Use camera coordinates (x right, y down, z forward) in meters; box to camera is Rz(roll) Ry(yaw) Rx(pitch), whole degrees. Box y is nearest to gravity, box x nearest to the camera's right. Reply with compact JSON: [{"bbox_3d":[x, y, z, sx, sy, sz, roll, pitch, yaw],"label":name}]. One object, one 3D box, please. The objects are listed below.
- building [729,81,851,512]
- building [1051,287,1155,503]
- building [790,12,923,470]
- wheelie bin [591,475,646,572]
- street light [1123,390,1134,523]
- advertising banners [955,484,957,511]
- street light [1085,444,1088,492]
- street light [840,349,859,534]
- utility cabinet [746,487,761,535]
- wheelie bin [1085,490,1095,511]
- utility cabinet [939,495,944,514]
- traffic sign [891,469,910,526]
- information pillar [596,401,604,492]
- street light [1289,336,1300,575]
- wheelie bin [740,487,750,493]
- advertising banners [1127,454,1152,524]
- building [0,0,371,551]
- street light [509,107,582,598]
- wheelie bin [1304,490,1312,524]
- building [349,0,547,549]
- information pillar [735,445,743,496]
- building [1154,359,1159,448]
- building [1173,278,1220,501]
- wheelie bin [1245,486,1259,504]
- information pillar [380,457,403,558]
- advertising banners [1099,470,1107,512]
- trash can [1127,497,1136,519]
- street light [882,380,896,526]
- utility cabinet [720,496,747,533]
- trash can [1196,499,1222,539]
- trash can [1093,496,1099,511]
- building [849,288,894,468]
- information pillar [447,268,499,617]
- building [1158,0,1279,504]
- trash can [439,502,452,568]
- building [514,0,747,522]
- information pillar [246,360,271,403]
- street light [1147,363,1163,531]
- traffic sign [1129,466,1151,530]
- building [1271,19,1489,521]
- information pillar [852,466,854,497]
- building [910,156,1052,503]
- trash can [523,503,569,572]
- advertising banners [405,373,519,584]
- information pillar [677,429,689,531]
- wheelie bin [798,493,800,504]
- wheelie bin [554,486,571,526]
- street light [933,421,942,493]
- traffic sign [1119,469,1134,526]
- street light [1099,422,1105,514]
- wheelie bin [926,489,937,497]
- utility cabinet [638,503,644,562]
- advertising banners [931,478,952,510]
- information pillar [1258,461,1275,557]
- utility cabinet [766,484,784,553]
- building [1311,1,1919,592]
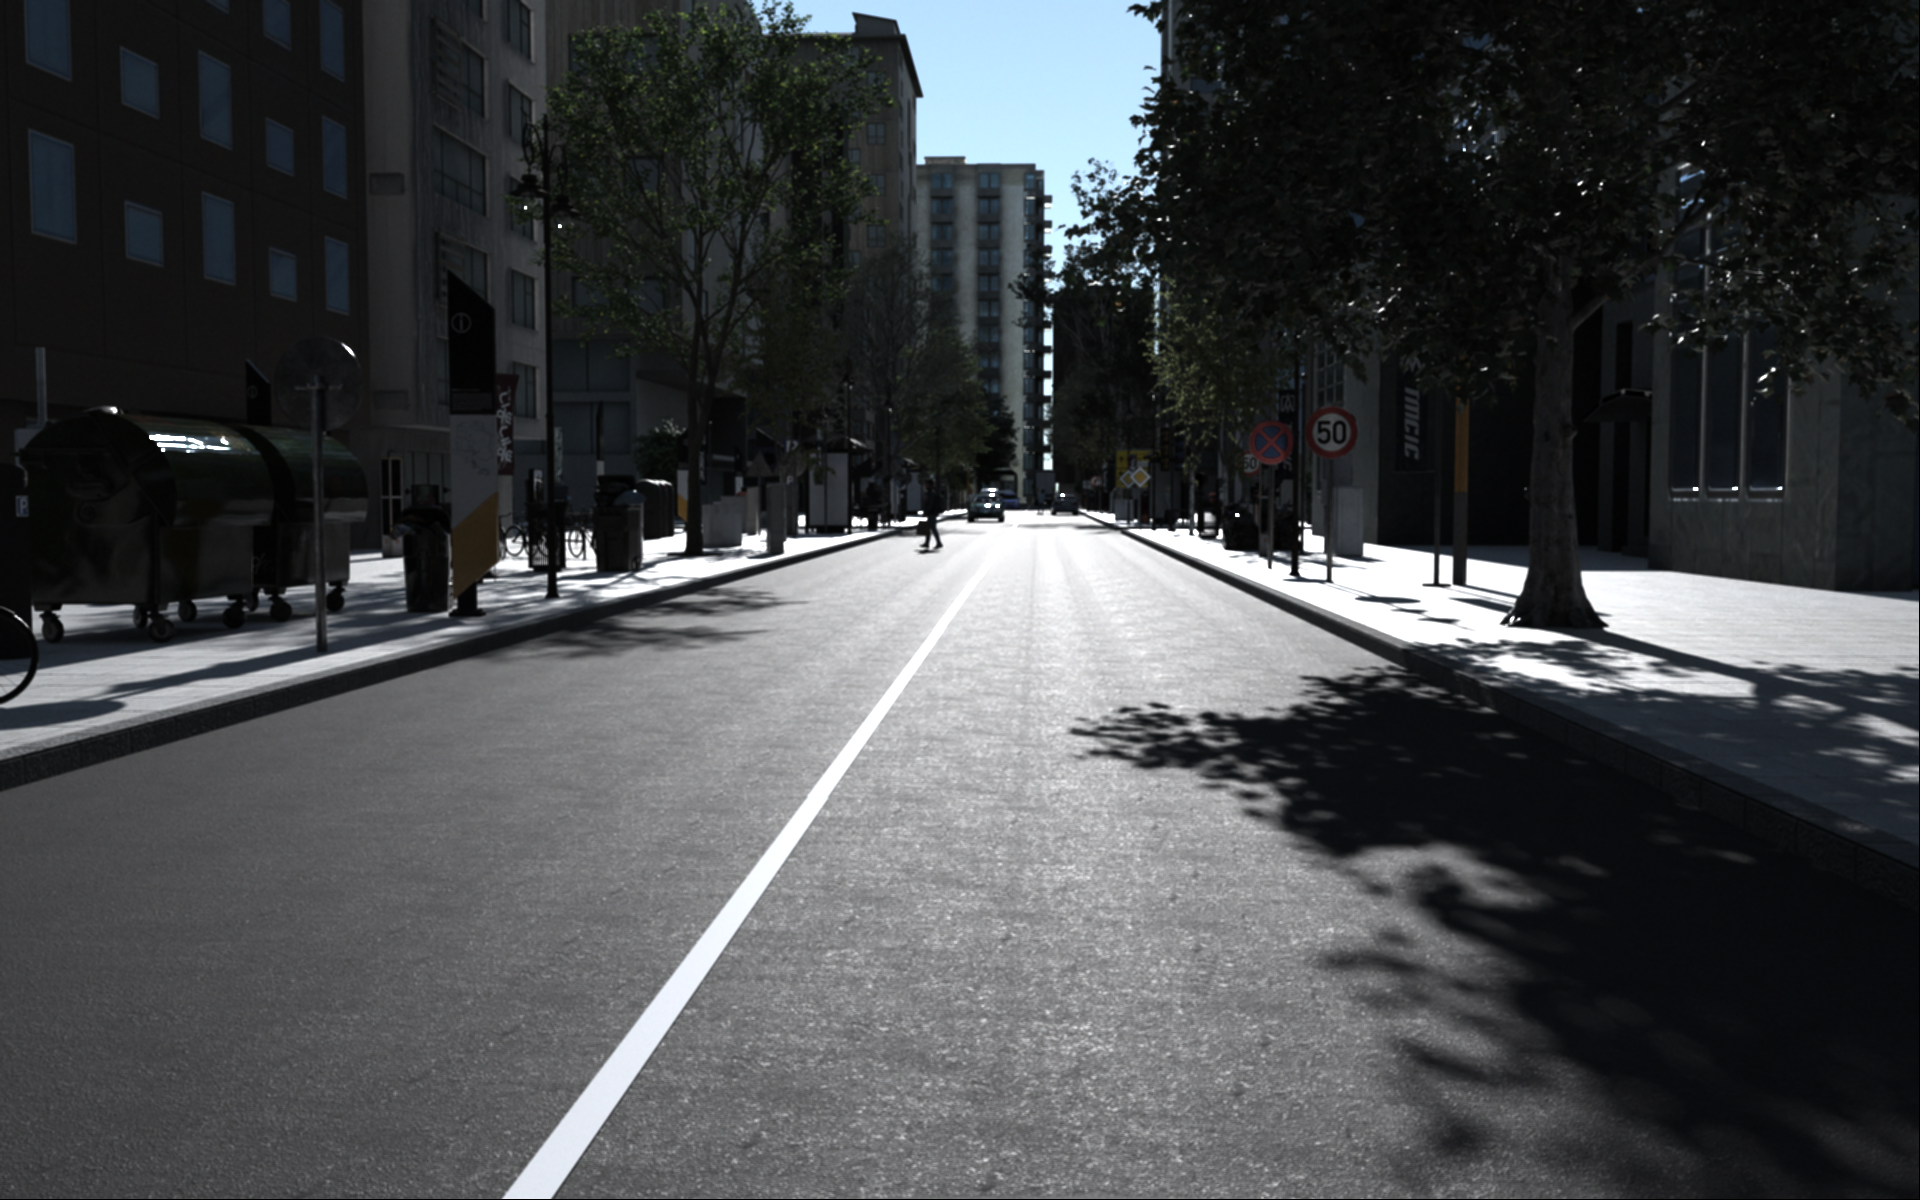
[{"bbox_3d":[-15.494,-21.486,123.001,14.160,30.474,14.107,0,4,3],"label":"building"},{"bbox_3d":[19.932,-28.823,242.949,14.107,30.474,14.160,0,4,3],"label":"building"},{"bbox_3d":[-18.855,-37.324,199.487,27.495,52.752,28.713,0,4,3],"label":"building"},{"bbox_3d":[-5.680,-1.275,28.758,0.980,1.594,0.693,1,4,10],"label":"wheelie bin"},{"bbox_3d":[7.537,-6.393,77.314,0.468,5.910,1.993,0,4,3],"label":"street light"},{"bbox_3d":[-0.299,-8.185,130.014,0.090,3.025,2.074,0,4,1],"label":"advertising banners"},{"bbox_3d":[10.624,-10.488,144.259,0.468,5.910,1.993,0,4,3],"label":"street light"},{"bbox_3d":[-3.534,-5.040,55.184,0.468,5.910,1.993,0,4,3],"label":"street light"},{"bbox_3d":[-6.481,-2.793,54.337,0.318,1.500,1.173,0,4,1],"label":"utility cabinet"},{"bbox_3d":[10.014,-7.625,132.569,0.693,1.594,0.980,-2,4,-33],"label":"wheelie bin"},{"bbox_3d":[-1.374,-6.281,113.863,0.306,1.237,1.020,1,4,18],"label":"utility cabinet"},{"bbox_3d":[-2.418,-4.061,70.032,0.795,2.450,0.064,0,4,3],"label":"traffic sign"},{"bbox_3d":[-8.977,-3.175,43.258,0.183,3.616,0.504,0,3,0],"label":"information pillar"},{"bbox_3d":[5.297,-3.330,27.231,0.468,5.910,1.993,0,4,3],"label":"street light"},{"bbox_3d":[-9.859,-4.452,80.697,0.980,1.594,0.693,1,4,11],"label":"wheelie bin"},{"bbox_3d":[8.095,-4.843,75.365,2.074,3.025,0.090,3,5,43],"label":"advertising banners"},{"bbox_3d":[-20.506,-23.303,31.109,14.600,45.320,14.200,0,4,3],"label":"building"},{"bbox_3d":[-5.037,-2.963,21.226,0.468,5.910,1.993,0,4,3],"label":"street light"},{"bbox_3d":[15.261,-4.087,74.735,0.980,1.594,0.693,1,4,9],"label":"wheelie bin"},{"bbox_3d":[-19.106,-22.177,46.196,14.086,41.232,14.154,0,4,3],"label":"building"},{"bbox_3d":[-10.610,-5.606,83.006,0.183,3.616,0.504,3,4,37],"label":"information pillar"},{"bbox_3d":[41.674,-24.646,248.000,28.899,21.520,27.650,0,4,3],"label":"building"},{"bbox_3d":[25.595,-23.223,151.399,14.160,30.474,14.107,0,4,3],"label":"building"},{"bbox_3d":[11.972,-3.777,69.655,0.980,1.594,0.693,-1,4,-11],"label":"wheelie bin"},{"bbox_3d":[-11.455,-1.861,34.919,0.304,2.012,0.304,2,4,33],"label":"information pillar"},{"bbox_3d":[10.465,-7.854,124.597,0.090,3.025,2.074,2,4,30],"label":"advertising banners"},{"bbox_3d":[8.924,-4.745,89.228,0.748,1.137,0.748,0,3,0],"label":"trash can"},{"bbox_3d":[-2.875,-5.964,70.295,0.468,5.910,1.993,0,4,3],"label":"street light"},{"bbox_3d":[-7.348,-2.788,56.743,1.020,1.237,0.306,2,4,31],"label":"utility cabinet"},{"bbox_3d":[7.206,-2.354,50.143,0.748,1.137,0.748,0,3,0],"label":"trash can"},{"bbox_3d":[10.422,-7.310,131.171,0.748,1.137,0.748,0,3,0],"label":"trash can"},{"bbox_3d":[-21.116,-19.306,160.686,27.650,21.520,28.899,0,4,3],"label":"building"},{"bbox_3d":[-5.097,-1.636,18.105,0.504,3.616,0.183,0,4,-1],"label":"information pillar"},{"bbox_3d":[30.387,-38.535,172.052,21.231,58.520,28.212,0,4,3],"label":"building"},{"bbox_3d":[-8.752,-1.142,30.320,0.748,1.137,0.748,0,3,0],"label":"trash can"},{"bbox_3d":[-25.357,-30.685,90.942,28.713,52.752,27.495,0,4,3],"label":"building"},{"bbox_3d":[-12.212,-2.376,30.199,0.504,3.616,0.183,1,4,22],"label":"information pillar"},{"bbox_3d":[6.799,-5.371,60.611,0.468,5.910,1.993,0,4,3],"label":"street light"},{"bbox_3d":[6.404,-3.546,61.620,0.795,2.450,0.064,0,4,3],"label":"traffic sign"},{"bbox_3d":[23.169,-26.499,83.373,14.200,45.320,14.600,0,4,3],"label":"building"},{"bbox_3d":[-8.364,-8.802,135.263,0.504,3.616,0.183,-2,4,-26],"label":"information pillar"},{"bbox_3d":[-2.106,-38.449,248.250,30.456,49.044,23.786,0,4,3],"label":"building"},{"bbox_3d":[-6.855,-1.045,28.738,0.748,1.137,0.748,0,3,0],"label":"trash can"},{"bbox_3d":[-7.014,-1.736,24.579,0.090,3.025,2.074,2,4,33],"label":"advertising banners"},{"bbox_3d":[-9.475,-4.176,59.639,0.504,3.616,0.183,0,4,1],"label":"information pillar"},{"bbox_3d":[-8.658,-4.956,88.936,0.980,1.594,0.693,3,4,37],"label":"wheelie bin"},{"bbox_3d":[-16.235,-3.819,70.342,0.980,1.594,0.693,0,4,1],"label":"wheelie bin"},{"bbox_3d":[-1.344,-8.005,103.673,0.468,5.910,1.993,0,4,3],"label":"street light"},{"bbox_3d":[6.766,-4.034,69.597,0.795,2.450,0.064,0,4,3],"label":"traffic sign"},{"bbox_3d":[9.099,-8.446,110.880,0.468,5.910,1.993,0,4,3],"label":"street light"},{"bbox_3d":[-1.865,-6.570,115.320,0.980,1.594,0.693,-3,5,-45],"label":"wheelie bin"},{"bbox_3d":[-6.209,-1.344,33.129,0.306,1.237,1.020,0,4,-8],"label":"utility cabinet"},{"bbox_3d":[-1.489,-8.851,140.908,2.074,3.025,0.090,2,4,28],"label":"advertising banners"},{"bbox_3d":[6.285,-1.897,35.515,0.304,2.012,0.304,1,4,9],"label":"information pillar"},{"bbox_3d":[-4.003,-1.754,37.357,0.318,1.500,1.173,-1,4,-10],"label":"utility cabinet"},{"bbox_3d":[21.363,-44.191,35.200,22.319,86.520,31.000,0,4,3],"label":"building"}]
